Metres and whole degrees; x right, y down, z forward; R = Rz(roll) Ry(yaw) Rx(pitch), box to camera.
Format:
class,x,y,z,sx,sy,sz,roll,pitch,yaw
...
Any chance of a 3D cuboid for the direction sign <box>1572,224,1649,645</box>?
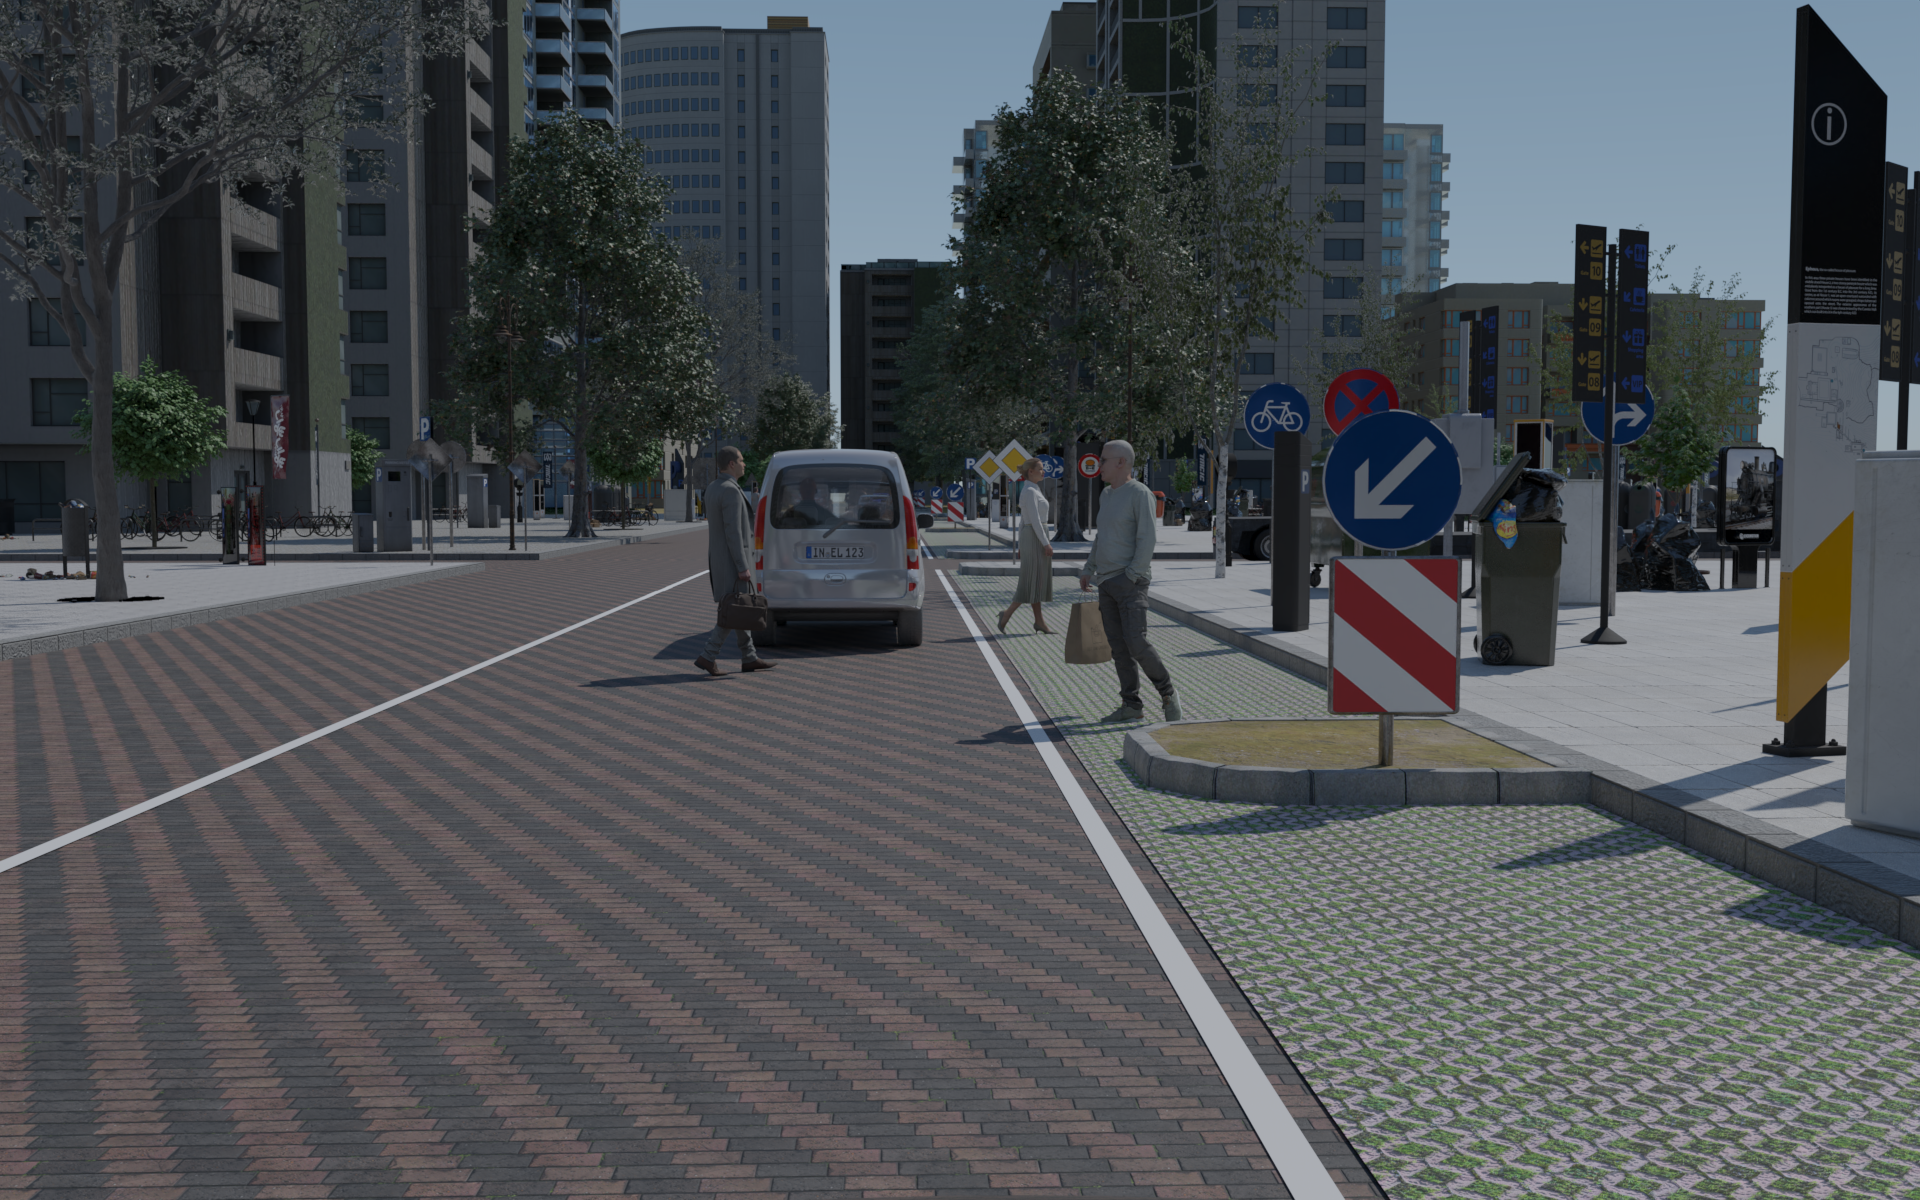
class,x,y,z,sx,sy,sz,roll,pitch,yaw
direction sign,5.544,-1.395,14.812,0.876,3.537,0.379,-2,4,-29

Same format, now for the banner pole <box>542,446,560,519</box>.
class,x,y,z,sx,sy,sz,roll,pitch,yaw
banner pole,-21.089,-6.075,89.348,0.863,3.779,0.401,-1,4,-18

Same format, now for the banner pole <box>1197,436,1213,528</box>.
class,x,y,z,sx,sy,sz,roll,pitch,yaw
banner pole,9.247,-4.606,65.320,0.401,3.779,0.863,-3,5,-41

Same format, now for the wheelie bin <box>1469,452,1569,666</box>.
class,x,y,z,sx,sy,sz,roll,pitch,yaw
wheelie bin,4.248,-0.322,13.165,0.693,1.594,0.980,1,4,12

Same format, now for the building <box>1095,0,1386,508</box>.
class,x,y,z,sx,sy,sz,roll,pitch,yaw
building,19.590,-42.474,132.699,20.563,71.187,20.611,0,4,-2

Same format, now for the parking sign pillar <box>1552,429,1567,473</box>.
class,x,y,z,sx,sy,sz,roll,pitch,yaw
parking sign pillar,24.591,-5.119,72.163,1.447,3.967,1.447,3,5,45

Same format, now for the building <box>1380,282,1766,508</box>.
class,x,y,z,sx,sy,sz,roll,pitch,yaw
building,56.573,-19.724,167.528,28.899,21.520,27.650,0,4,-2

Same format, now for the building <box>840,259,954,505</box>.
class,x,y,z,sx,sy,sz,roll,pitch,yaw
building,-7.892,-27.152,215.628,14.107,30.474,14.160,0,4,-2

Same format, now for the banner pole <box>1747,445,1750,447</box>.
class,x,y,z,sx,sy,sz,roll,pitch,yaw
banner pole,40.616,-6.040,88.767,0.863,3.779,0.401,0,4,3

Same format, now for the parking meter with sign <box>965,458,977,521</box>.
class,x,y,z,sx,sy,sz,roll,pitch,yaw
parking meter with sign,0.572,-5.395,84.474,0.543,3.016,1.738,0,4,4

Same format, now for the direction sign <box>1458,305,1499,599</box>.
class,x,y,z,sx,sy,sz,roll,pitch,yaw
direction sign,6.347,-1.792,21.290,0.379,3.537,0.876,-1,4,-13

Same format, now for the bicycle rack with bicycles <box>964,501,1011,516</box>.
class,x,y,z,sx,sy,sz,roll,pitch,yaw
bicycle rack with bicycles,1.191,-5.605,105.022,2.925,0.926,2.852,-1,4,-10

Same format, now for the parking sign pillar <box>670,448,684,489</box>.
class,x,y,z,sx,sy,sz,roll,pitch,yaw
parking sign pillar,-16.578,-6.921,101.631,1.447,3.967,1.447,-2,4,-27

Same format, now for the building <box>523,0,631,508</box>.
class,x,y,z,sx,sy,sz,roll,pitch,yaw
building,-36.130,-49.803,126.958,22.319,86.520,31.000,0,4,-2

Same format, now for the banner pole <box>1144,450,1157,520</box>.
class,x,y,z,sx,sy,sz,roll,pitch,yaw
banner pole,9.344,-5.860,85.836,0.863,3.779,0.401,1,4,22

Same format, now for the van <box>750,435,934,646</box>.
class,x,y,z,sx,sy,sz,roll,pitch,yaw
van,-1.247,-0.654,17.701,2.013,2.044,4.112,0,4,-3

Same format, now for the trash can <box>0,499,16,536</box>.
class,x,y,z,sx,sy,sz,roll,pitch,yaw
trash can,-29.682,-2.575,53.748,0.748,1.137,0.748,0,3,0

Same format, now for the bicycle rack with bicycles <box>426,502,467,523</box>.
class,x,y,z,sx,sy,sz,roll,pitch,yaw
bicycle rack with bicycles,-22.539,-3.956,78.060,2.852,0.926,2.925,3,5,41

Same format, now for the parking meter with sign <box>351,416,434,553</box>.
class,x,y,z,sx,sy,sz,roll,pitch,yaw
parking meter with sign,-12.627,-2.586,38.538,1.738,3.016,0.543,-3,5,-42

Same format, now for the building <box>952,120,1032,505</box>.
class,x,y,z,sx,sy,sz,roll,pitch,yaw
building,14.187,-36.761,220.647,30.456,49.044,23.786,0,4,-2

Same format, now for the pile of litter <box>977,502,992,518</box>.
class,x,y,z,sx,sy,sz,roll,pitch,yaw
pile of litter,1.181,-4.808,92.577,1.719,0.858,1.176,1,4,22

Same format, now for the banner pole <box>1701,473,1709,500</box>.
class,x,y,z,sx,sy,sz,roll,pitch,yaw
banner pole,32.980,-5.302,76.703,0.863,3.779,0.401,-3,4,-38

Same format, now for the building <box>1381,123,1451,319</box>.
class,x,y,z,sx,sy,sz,roll,pitch,yaw
building,45.796,-36.845,222.017,30.456,49.044,23.786,0,4,-2

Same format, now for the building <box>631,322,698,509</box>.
class,x,y,z,sx,sy,sz,roll,pitch,yaw
building,-40.946,-19.547,164.635,28.899,21.520,27.650,0,4,-2

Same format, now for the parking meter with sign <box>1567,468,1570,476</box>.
class,x,y,z,sx,sy,sz,roll,pitch,yaw
parking meter with sign,39.391,-7.227,114.416,0.543,3.016,1.738,-2,4,-32

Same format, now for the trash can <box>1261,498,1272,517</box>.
class,x,y,z,sx,sy,sz,roll,pitch,yaw
trash can,10.293,-2.775,57.031,0.748,1.137,0.748,0,3,0

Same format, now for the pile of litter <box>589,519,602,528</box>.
class,x,y,z,sx,sy,sz,roll,pitch,yaw
pile of litter,-14.278,-3.224,66.675,1.176,0.858,1.719,1,4,23

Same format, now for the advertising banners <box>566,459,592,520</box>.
class,x,y,z,sx,sy,sz,roll,pitch,yaw
advertising banners,-18.707,-5.551,86.952,2.074,3.025,0.090,0,4,-4

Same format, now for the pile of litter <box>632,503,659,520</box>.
class,x,y,z,sx,sy,sz,roll,pitch,yaw
pile of litter,-15.402,-4.336,84.852,1.176,0.858,1.719,-2,4,-30

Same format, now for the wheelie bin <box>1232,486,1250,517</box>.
class,x,y,z,sx,sy,sz,roll,pitch,yaw
wheelie bin,10.837,-3.605,66.850,0.693,1.594,0.980,0,4,6

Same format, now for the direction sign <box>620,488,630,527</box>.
class,x,y,z,sx,sy,sz,roll,pitch,yaw
direction sign,-12.954,-4.577,66.835,0.379,3.537,0.876,-2,4,-26

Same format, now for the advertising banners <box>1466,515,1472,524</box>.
class,x,y,z,sx,sy,sz,roll,pitch,yaw
advertising banners,22.358,-4.846,75.425,2.074,3.025,0.090,-3,5,-41

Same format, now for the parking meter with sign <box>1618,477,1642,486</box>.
class,x,y,z,sx,sy,sz,roll,pitch,yaw
parking meter with sign,33.858,-5.629,88.300,1.738,3.016,0.543,2,4,29

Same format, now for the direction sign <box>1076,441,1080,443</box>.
class,x,y,z,sx,sy,sz,roll,pitch,yaw
direction sign,4.612,-4.821,70.822,0.876,3.537,0.379,3,5,40

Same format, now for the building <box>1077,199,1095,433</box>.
class,x,y,z,sx,sy,sz,roll,pitch,yaw
building,16.538,-23.214,151.244,14.160,30.474,14.107,0,4,-2

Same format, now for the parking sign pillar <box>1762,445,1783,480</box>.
class,x,y,z,sx,sy,sz,roll,pitch,yaw
parking sign pillar,44.515,-6.497,94.700,1.447,3.967,1.447,1,4,16

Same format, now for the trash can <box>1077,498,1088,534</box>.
class,x,y,z,sx,sy,sz,roll,pitch,yaw
trash can,3.788,-2.737,56.398,0.748,1.137,0.748,0,3,0

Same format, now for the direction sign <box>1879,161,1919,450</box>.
class,x,y,z,sx,sy,sz,roll,pitch,yaw
direction sign,6.622,-1.233,12.165,0.876,3.537,0.379,-3,5,-41

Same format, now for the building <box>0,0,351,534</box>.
class,x,y,z,sx,sy,sz,roll,pitch,yaw
building,-30.925,-17.685,60.855,14.160,30.474,14.107,0,4,-2

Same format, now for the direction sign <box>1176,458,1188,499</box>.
class,x,y,z,sx,sy,sz,roll,pitch,yaw
direction sign,13.911,-7.131,108.592,0.876,3.537,0.379,-1,4,-23

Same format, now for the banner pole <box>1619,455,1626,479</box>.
class,x,y,z,sx,sy,sz,roll,pitch,yaw
banner pole,37.385,-6.613,98.146,0.401,3.779,0.863,-2,4,-28

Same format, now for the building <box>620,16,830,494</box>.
class,x,y,z,sx,sy,sz,roll,pitch,yaw
building,-30.504,-41.305,217.329,28.212,58.520,21.231,0,4,-2

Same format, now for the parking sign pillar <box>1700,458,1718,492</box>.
class,x,y,z,sx,sy,sz,roll,pitch,yaw
parking sign pillar,42.884,-6.736,98.613,1.447,3.967,1.447,-3,4,-37

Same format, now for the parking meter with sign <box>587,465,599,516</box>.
class,x,y,z,sx,sy,sz,roll,pitch,yaw
parking meter with sign,-21.685,-6.495,102.455,0.543,3.016,1.738,1,4,22

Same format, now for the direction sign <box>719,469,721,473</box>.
class,x,y,z,sx,sy,sz,roll,pitch,yaw
direction sign,-13.190,-6.339,95.634,0.379,3.537,0.876,-1,4,-18

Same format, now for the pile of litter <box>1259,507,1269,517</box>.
class,x,y,z,sx,sy,sz,roll,pitch,yaw
pile of litter,13.916,-3.847,76.860,1.719,0.858,1.176,1,4,11

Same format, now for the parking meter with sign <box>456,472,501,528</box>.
class,x,y,z,sx,sy,sz,roll,pitch,yaw
parking meter with sign,-18.281,-4.240,65.589,1.738,3.016,0.543,1,4,10

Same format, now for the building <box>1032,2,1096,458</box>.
class,x,y,z,sx,sy,sz,roll,pitch,yaw
building,18.506,-33.350,168.971,21.300,48.544,21.600,0,4,-2

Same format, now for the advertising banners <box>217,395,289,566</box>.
class,x,y,z,sx,sy,sz,roll,pitch,yaw
advertising banners,-12.664,-2.134,31.075,2.074,3.025,0.090,2,4,32

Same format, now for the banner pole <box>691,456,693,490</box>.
class,x,y,z,sx,sy,sz,roll,pitch,yaw
banner pole,-17.330,-7.537,113.243,0.863,3.779,0.401,-3,4,-36

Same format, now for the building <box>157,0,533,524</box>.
class,x,y,z,sx,sy,sz,roll,pitch,yaw
building,-30.548,-19.389,88.713,14.160,30.474,14.107,0,4,-2

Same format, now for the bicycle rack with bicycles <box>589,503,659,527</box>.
class,x,y,z,sx,sy,sz,roll,pitch,yaw
bicycle rack with bicycles,-13.510,-3.448,69.756,2.925,0.926,2.852,-2,4,-35

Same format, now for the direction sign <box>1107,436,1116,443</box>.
class,x,y,z,sx,sy,sz,roll,pitch,yaw
direction sign,5.185,-3.970,56.900,0.876,3.537,0.379,3,5,43

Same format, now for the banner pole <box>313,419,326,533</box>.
class,x,y,z,sx,sy,sz,roll,pitch,yaw
banner pole,-21.230,-4.110,57.223,0.401,3.779,0.863,-1,4,-14
